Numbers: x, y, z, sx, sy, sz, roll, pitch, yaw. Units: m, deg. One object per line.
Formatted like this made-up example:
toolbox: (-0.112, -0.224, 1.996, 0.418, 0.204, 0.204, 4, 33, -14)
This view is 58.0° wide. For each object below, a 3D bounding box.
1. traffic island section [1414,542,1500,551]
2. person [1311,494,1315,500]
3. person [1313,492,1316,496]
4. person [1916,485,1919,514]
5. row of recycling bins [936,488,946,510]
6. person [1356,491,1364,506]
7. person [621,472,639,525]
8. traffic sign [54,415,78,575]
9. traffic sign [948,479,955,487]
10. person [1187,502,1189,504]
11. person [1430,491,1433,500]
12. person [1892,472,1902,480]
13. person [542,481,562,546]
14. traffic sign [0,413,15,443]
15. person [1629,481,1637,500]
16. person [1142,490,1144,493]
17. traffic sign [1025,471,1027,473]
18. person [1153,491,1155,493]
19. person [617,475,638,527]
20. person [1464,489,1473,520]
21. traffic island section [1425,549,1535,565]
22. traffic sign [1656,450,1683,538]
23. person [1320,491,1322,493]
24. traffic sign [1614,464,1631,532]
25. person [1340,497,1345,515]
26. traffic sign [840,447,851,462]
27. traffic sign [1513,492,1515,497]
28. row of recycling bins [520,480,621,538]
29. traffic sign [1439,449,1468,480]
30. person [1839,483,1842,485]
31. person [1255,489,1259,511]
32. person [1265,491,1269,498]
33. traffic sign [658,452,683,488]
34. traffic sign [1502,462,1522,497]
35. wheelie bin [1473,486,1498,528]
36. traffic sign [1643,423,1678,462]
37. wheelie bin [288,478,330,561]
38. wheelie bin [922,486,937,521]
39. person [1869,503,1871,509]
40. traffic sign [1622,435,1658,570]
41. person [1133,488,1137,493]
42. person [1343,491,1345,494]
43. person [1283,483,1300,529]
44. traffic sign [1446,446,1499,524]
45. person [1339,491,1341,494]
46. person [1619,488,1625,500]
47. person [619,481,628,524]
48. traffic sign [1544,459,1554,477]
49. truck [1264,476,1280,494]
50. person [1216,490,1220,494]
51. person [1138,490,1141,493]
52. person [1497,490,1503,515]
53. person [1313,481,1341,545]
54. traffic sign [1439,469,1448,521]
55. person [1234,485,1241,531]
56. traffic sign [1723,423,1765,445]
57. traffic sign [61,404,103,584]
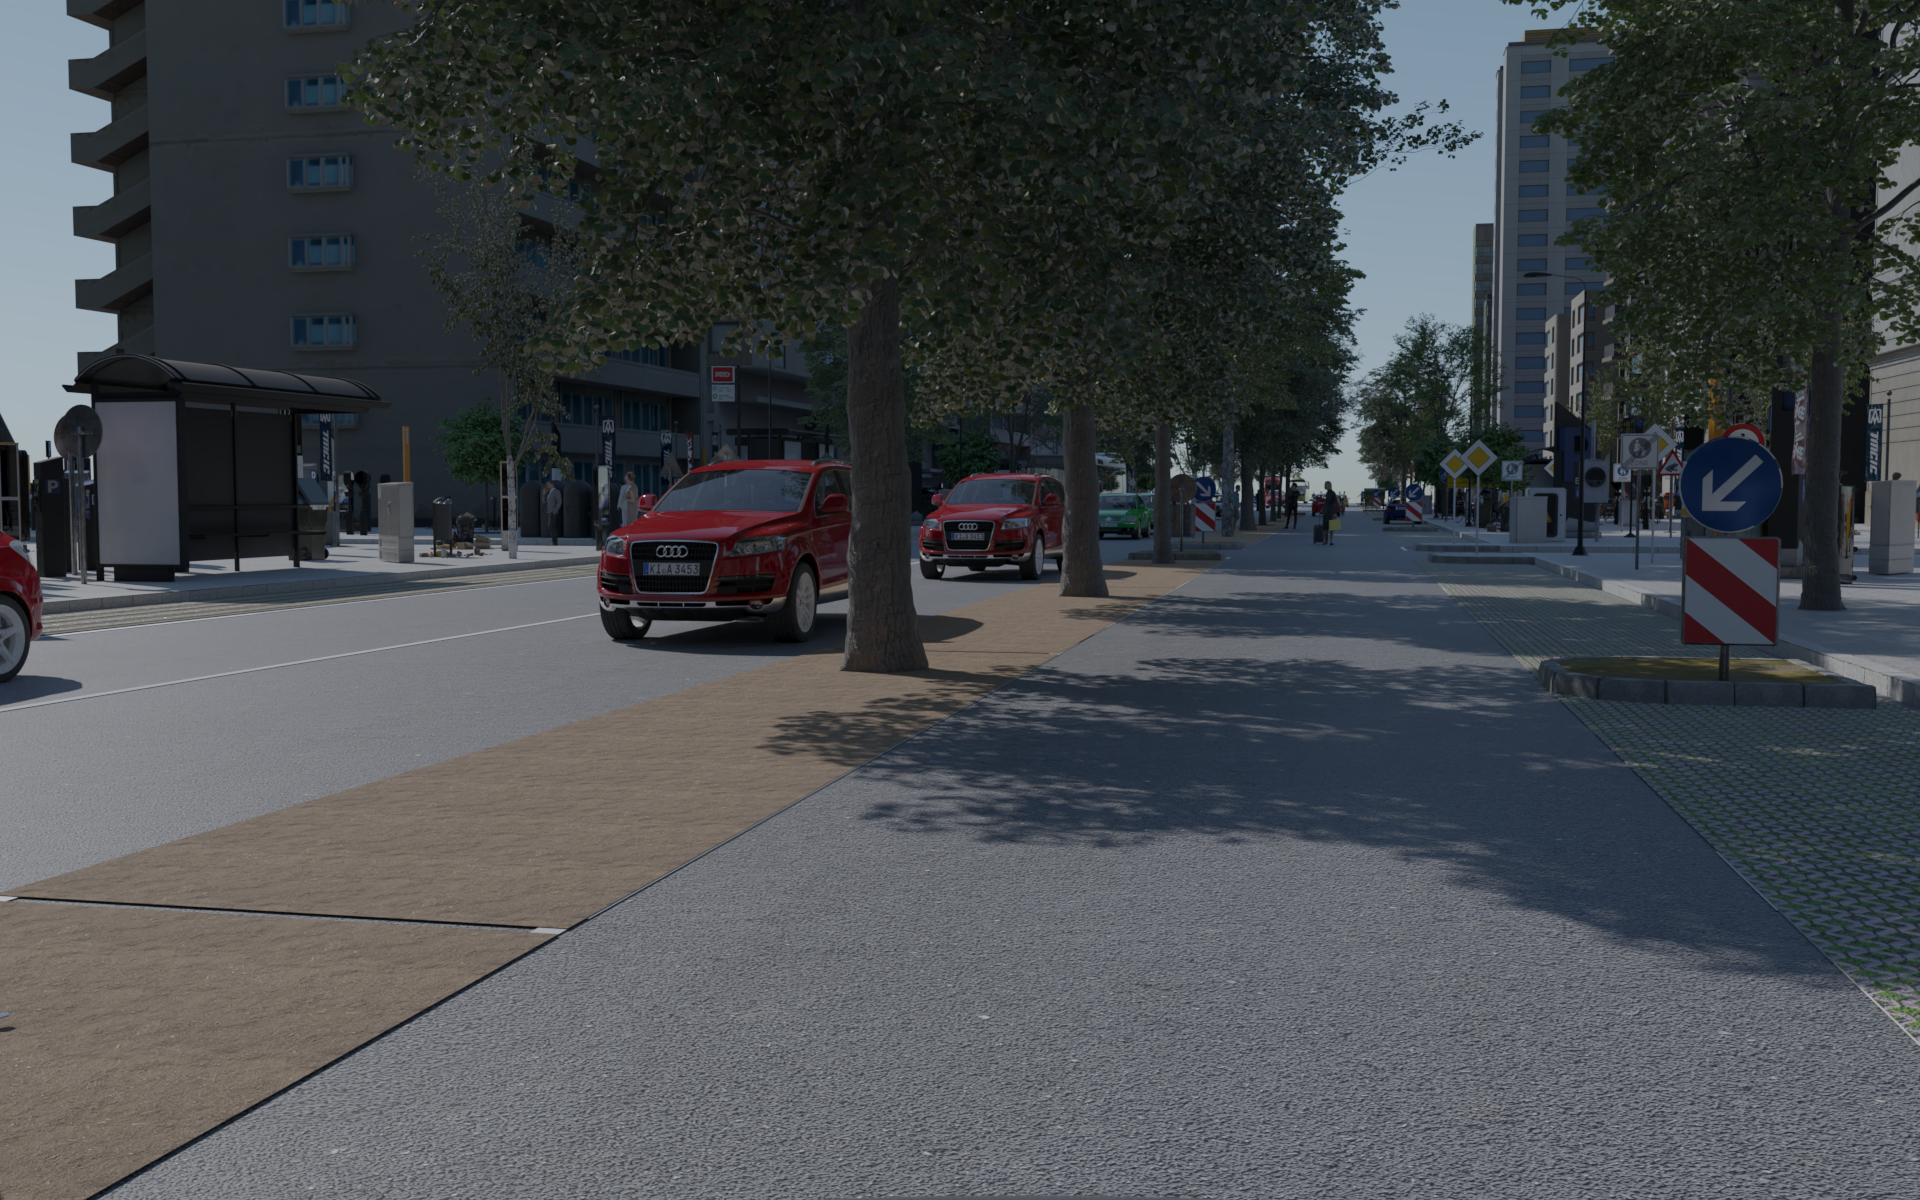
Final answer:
traffic island section: (12.710, -1.355, 44.438, 2.009, 0.180, 2.903, 1, 4, 12)
person: (39.505, -11.132, 193.702, 0.628, 1.438, 0.799, 1, 4, 11)
person: (53.834, -15.557, 263.387, 0.617, 1.759, 0.750, 1, 4, 9)
person: (18.568, -1.649, 33.098, 0.679, 1.850, 0.850, 1, 4, 20)
row of recycling bins: (-1.589, -6.266, 109.568, 3.534, 1.692, 1.069, 0, 4, -4)
person: (47.386, -11.966, 204.129, 1.348, 1.826, 0.705, -1, 4, -13)
person: (-7.508, -2.023, 39.456, 0.374, 1.781, 0.599, 0, 4, 1)
traffic sign: (-13.973, -1.661, 27.265, 0.768, 2.556, 0.104, 1, 4, 19)
traffic sign: (-0.245, -4.952, 80.967, 0.884, 2.594, 0.081, 1, 4, 20)
person: (23.931, -10.775, 182.234, 0.705, 1.821, 1.348, -1, 4, -16)
person: (66.274, -14.461, 243.207, 0.721, 1.736, 1.217, 1, 4, 9)
person: (24.257, -2.401, 45.111, 0.447, 1.846, 0.655, -1, 4, -16)
person: (-11.231, -2.384, 47.660, 0.473, 1.802, 0.592, -1, 4, -22)
traffic sign: (-15.056, -1.660, 27.148, 0.884, 2.594, 0.081, 1, 4, 15)
person: (30.145, -4.382, 77.498, 0.447, 1.846, 0.655, 0, 4, -5)
person: (23.321, -13.178, 221.488, 0.705, 1.826, 1.348, 0, 4, 6)
traffic sign: (3.685, -5.829, 95.413, 0.768, 2.556, 0.104, 1, 4, 21)
person: (19.113, -9.999, 169.396, 0.709, 1.838, 0.599, -1, 4, -20)
person: (-9.416, -2.663, 49.460, 0.818, 1.842, 0.514, 2, 4, 24)
person: (24.884, -4.820, 84.727, 0.514, 1.842, 0.818, 3, 5, 42)
traffic island section: (10.979, -0.878, 36.642, 2.009, 0.180, 2.903, 1, 4, 12)
traffic sign: (20.744, -3.087, 50.473, 0.884, 2.594, 0.081, 1, 4, 20)
person: (47.921, -13.527, 229.675, 0.705, 1.822, 1.348, 3, 4, 36)
traffic sign: (22.284, -3.434, 58.269, 0.606, 2.300, 0.079, 1, 4, 15)
person: (25.626, -6.278, 116.168, 0.382, 1.210, 0.505, -3, 5, -44)
traffic sign: (-4.110, -4.938, 74.611, 2.265, 3.308, 0.079, 1, 4, 15)
traffic sign: (21.114, -4.033, 66.046, 0.768, 2.556, 0.104, 1, 4, 16)
row of recycling bins: (-11.488, -2.678, 50.902, 3.534, 1.692, 1.069, 2, 4, 27)
traffic sign: (12.685, -2.579, 44.361, 0.795, 2.593, 0.064, 1, 4, 12)
person: (17.630, -1.766, 35.010, 0.616, 1.811, 0.778, 0, 4, 3)
person: (25.021, -8.357, 145.157, 0.705, 1.821, 1.348, -1, 4, -19)
person: (38.045, -12.545, 213.552, 1.348, 1.831, 0.705, -3, 4, -38)
traffic sign: (-8.942, -3.275, 53.543, 0.884, 2.594, 0.081, 1, 4, 20)
traffic sign: (17.027, -3.140, 53.466, 0.606, 2.300, 0.079, 1, 4, 14)
wheelie bin: (19.768, -3.518, 65.433, 0.693, 1.594, 0.980, 0, 4, 8)
traffic sign: (12.826, -1.971, 31.962, 0.795, 2.593, 0.064, 1, 4, 17)
wheelie bin: (-12.718, -1.571, 33.588, 0.693, 1.594, 0.980, 1, 4, 15)
wheelie bin: (-1.330, -3.904, 71.733, 0.693, 1.594, 0.980, 2, 4, 32)
person: (33.450, -3.236, 63.226, 0.475, 1.303, 0.640, 1, 4, 23)
traffic sign: (11.500, -1.666, 29.362, 0.606, 2.300, 0.079, 1, 4, 13)
person: (14.892, -8.688, 148.169, 0.705, 1.814, 1.350, 2, 4, 30)
person: (49.203, -13.027, 221.626, 0.705, 1.807, 1.348, 2, 4, 34)
person: (13.716, -3.893, 71.513, 0.474, 1.900, 0.648, -3, 5, -44)
traffic sign: (21.684, -4.841, 73.017, 2.265, 3.308, 0.079, 1, 4, 20)
person: (54.666, -14.741, 249.532, 1.348, 1.822, 0.705, -2, 4, -32)
person: (39.274, -5.902, 102.803, 0.793, 1.790, 0.793, 0, 4, -8)
person: (-13.142, -3.736, 67.315, 0.466, 1.800, 0.511, 1, 4, 10)
traffic sign: (21.111, -3.771, 61.386, 0.795, 2.593, 0.064, 1, 4, 15)
truck: (48.801, -17.193, 270.018, 2.839, 4.237, 11.283, 1, 4, 12)
person: (34.306, -13.756, 230.935, 1.348, 1.826, 0.705, 1, 4, 11)
person: (18.619, -10.518, 178.724, 1.217, 1.743, 0.721, -2, 4, -33)
person: (31.898, -5.853, 101.957, 0.478, 1.798, 0.641, 0, 4, 7)
person: (10.392, -2.462, 48.970, 0.699, 1.804, 1.509, 1, 4, 8)
traffic sign: (23.038, -5.001, 81.875, 0.768, 2.556, 0.104, 1, 4, 20)
person: (10.462, -3.491, 65.924, 0.444, 1.785, 0.601, 1, 4, 19)
traffic sign: (14.014, -1.895, 31.093, 0.768, 2.556, 0.104, 1, 4, 14)
traffic sign: (-12.482, -1.498, 24.602, 0.768, 2.556, 0.104, 1, 4, 20)
